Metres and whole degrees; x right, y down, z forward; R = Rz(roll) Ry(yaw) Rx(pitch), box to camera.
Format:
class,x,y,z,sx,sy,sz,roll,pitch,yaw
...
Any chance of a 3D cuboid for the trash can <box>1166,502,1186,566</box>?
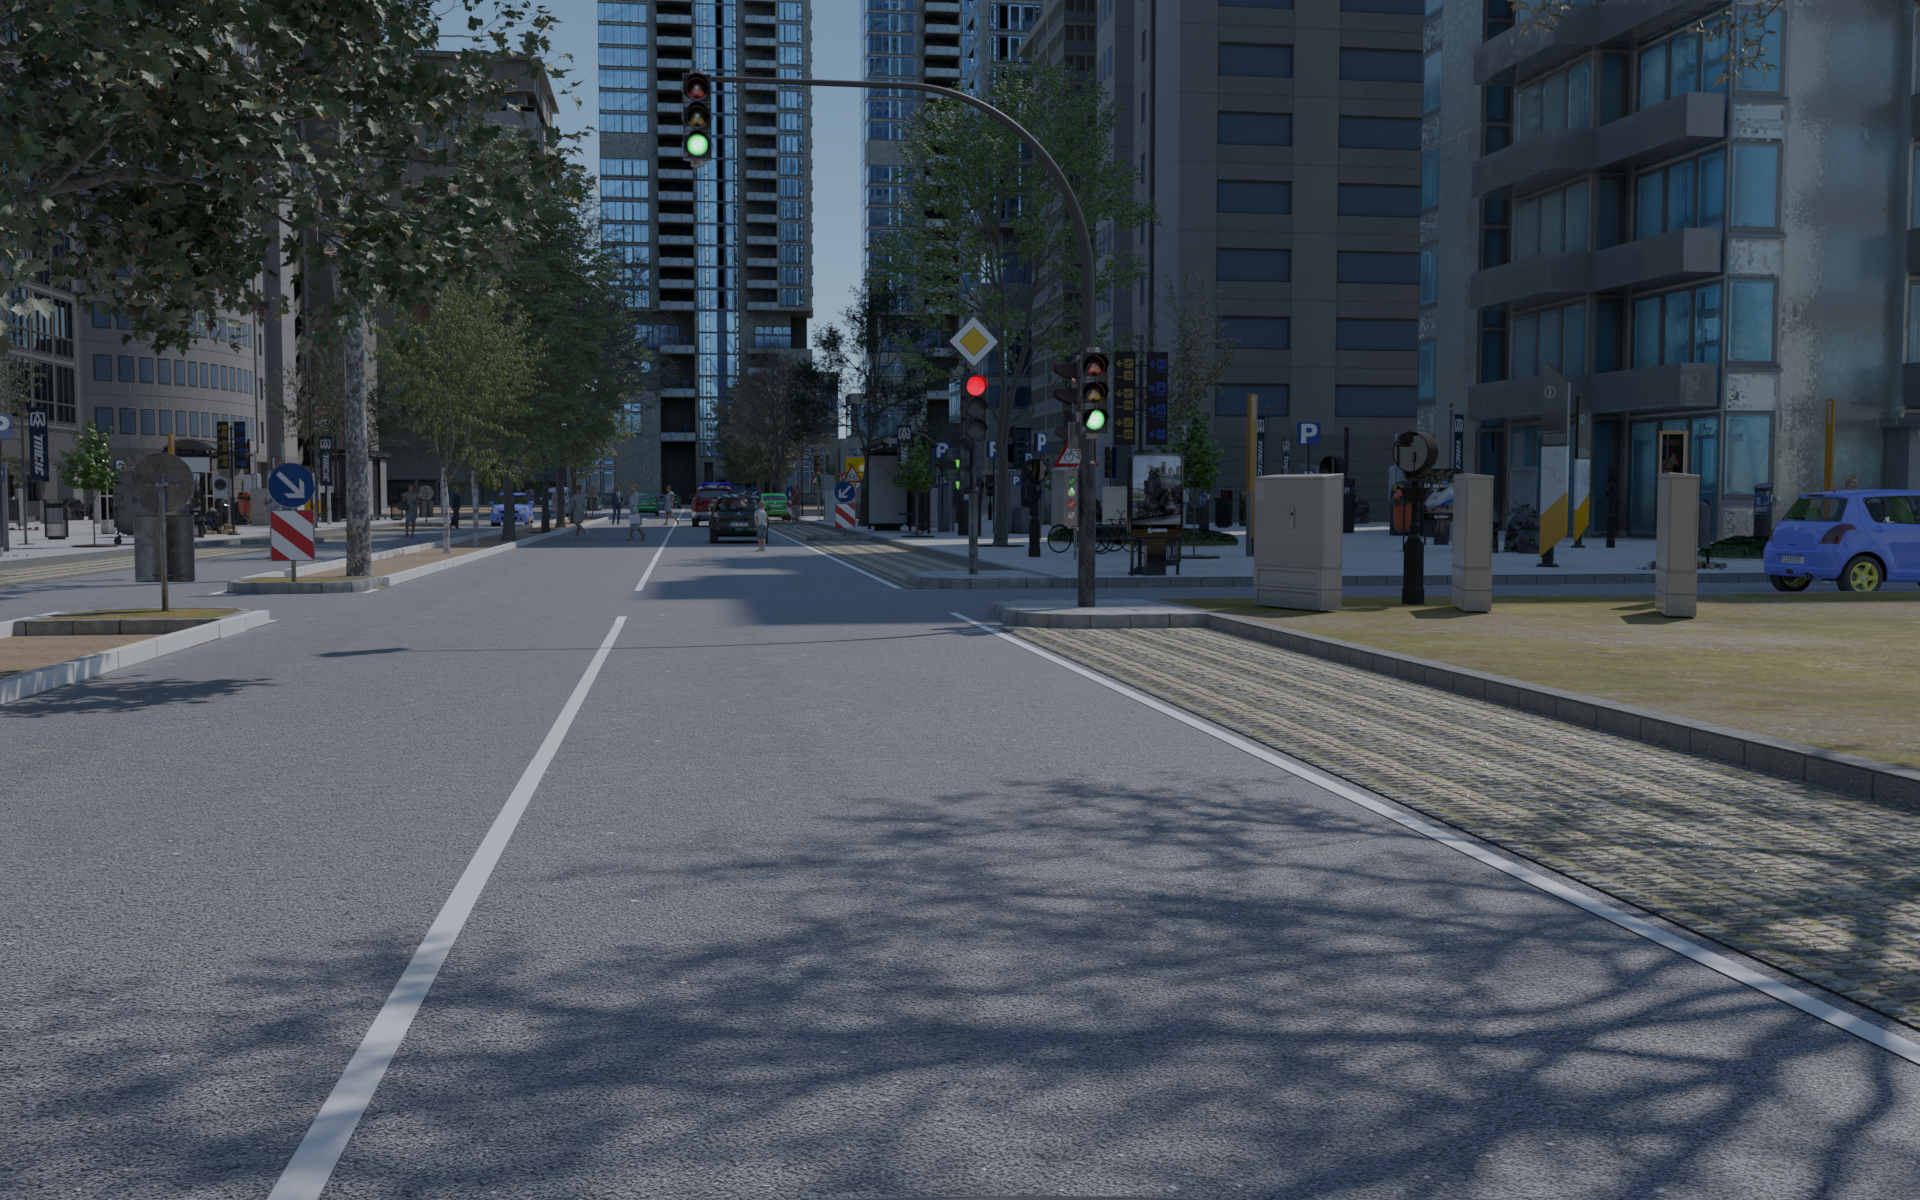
class,x,y,z,sx,sy,sz,roll,pitch,yaw
trash can,3.680,-1.194,31.176,0.748,1.137,0.748,0,3,0

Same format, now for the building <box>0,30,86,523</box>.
class,x,y,z,sx,sy,sz,roll,pitch,yaw
building,-46.424,-16.840,68.841,14.314,27.812,24.014,-1,4,-9

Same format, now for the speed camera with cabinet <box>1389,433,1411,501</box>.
class,x,y,z,sx,sy,sz,roll,pitch,yaw
speed camera with cabinet,14.603,-3.770,55.969,0.660,3.252,2.038,-1,4,-14

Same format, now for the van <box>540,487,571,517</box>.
class,x,y,z,sx,sy,sz,roll,pitch,yaw
van,-24.715,-6.079,106.410,2.013,2.044,4.112,0,4,-8

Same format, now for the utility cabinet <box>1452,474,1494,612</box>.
class,x,y,z,sx,sy,sz,roll,pitch,yaw
utility cabinet,5.677,-0.641,19.167,0.318,1.500,1.173,1,4,10

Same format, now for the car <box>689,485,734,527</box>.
class,x,y,z,sx,sy,sz,roll,pitch,yaw
car,-10.932,-4.193,77.224,2.281,1.827,5.304,-1,4,-8

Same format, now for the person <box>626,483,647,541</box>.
class,x,y,z,sx,sy,sz,roll,pitch,yaw
person,-9.933,-2.705,53.076,0.624,1.780,0.694,-1,4,-8

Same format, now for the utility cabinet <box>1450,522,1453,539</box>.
class,x,y,z,sx,sy,sz,roll,pitch,yaw
utility cabinet,14.332,-2.329,49.233,0.306,1.237,1.020,-2,4,-27

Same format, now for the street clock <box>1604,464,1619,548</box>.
class,x,y,z,sx,sy,sz,roll,pitch,yaw
street clock,15.512,-2.243,41.239,0.358,2.002,0.471,1,4,15

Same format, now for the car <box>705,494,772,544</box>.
class,x,y,z,sx,sy,sz,roll,pitch,yaw
car,-6.599,-2.558,51.615,2.009,1.686,4.222,0,4,-8

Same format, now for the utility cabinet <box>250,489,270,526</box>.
class,x,y,z,sx,sy,sz,roll,pitch,yaw
utility cabinet,-27.689,-3.693,69.060,1.173,1.500,0.318,1,4,18

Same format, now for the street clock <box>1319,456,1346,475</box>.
class,x,y,z,sx,sy,sz,roll,pitch,yaw
street clock,7.118,-1.747,33.132,0.358,2.002,0.471,-3,5,-40

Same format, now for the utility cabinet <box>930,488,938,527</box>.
class,x,y,z,sx,sy,sz,roll,pitch,yaw
utility cabinet,-0.892,-3.490,65.735,1.173,1.500,0.318,1,4,21

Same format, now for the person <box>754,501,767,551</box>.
class,x,y,z,sx,sy,sz,roll,pitch,yaw
person,-5.000,-1.848,43.395,0.332,1.250,0.352,0,4,7

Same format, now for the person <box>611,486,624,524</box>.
class,x,y,z,sx,sy,sz,roll,pitch,yaw
person,-16.255,-4.486,82.025,0.721,1.800,0.419,-2,4,-35

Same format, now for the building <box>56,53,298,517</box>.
class,x,y,z,sx,sy,sz,roll,pitch,yaw
building,-56.088,-34.629,108.191,21.231,58.520,28.212,-1,4,-9

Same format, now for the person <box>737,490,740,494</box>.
class,x,y,z,sx,sy,sz,roll,pitch,yaw
person,-21.931,-10.008,172.231,0.705,1.812,1.348,3,5,42

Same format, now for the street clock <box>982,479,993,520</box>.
class,x,y,z,sx,sy,sz,roll,pitch,yaw
street clock,1.468,-4.891,84.531,0.471,2.002,0.358,1,4,12

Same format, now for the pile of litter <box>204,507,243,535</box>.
class,x,y,z,sx,sy,sz,roll,pitch,yaw
pile of litter,-23.674,-2.534,55.395,1.176,0.858,1.719,2,4,33

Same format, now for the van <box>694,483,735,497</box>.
class,x,y,z,sx,sy,sz,roll,pitch,yaw
van,-13.328,-5.502,94.340,2.240,2.365,5.245,-1,4,-9

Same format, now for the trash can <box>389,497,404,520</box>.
class,x,y,z,sx,sy,sz,roll,pitch,yaw
trash can,-27.395,-4.440,84.242,0.748,1.137,0.748,0,3,0

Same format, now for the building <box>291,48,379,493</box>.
class,x,y,z,sx,sy,sz,roll,pitch,yaw
building,-62.124,-31.927,145.705,21.600,48.544,21.300,-1,4,-9

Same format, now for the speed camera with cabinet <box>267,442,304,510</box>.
class,x,y,z,sx,sy,sz,roll,pitch,yaw
speed camera with cabinet,-26.068,-4.442,66.963,0.660,3.252,2.038,0,4,2

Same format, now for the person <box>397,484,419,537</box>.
class,x,y,z,sx,sy,sz,roll,pitch,yaw
person,-18.452,-3.000,57.910,0.716,1.782,0.532,-1,4,-12

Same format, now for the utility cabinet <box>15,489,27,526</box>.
class,x,y,z,sx,sy,sz,roll,pitch,yaw
utility cabinet,-37.704,-3.722,69.528,0.318,1.500,1.173,-2,4,-34

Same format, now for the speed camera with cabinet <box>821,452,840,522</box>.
class,x,y,z,sx,sy,sz,roll,pitch,yaw
speed camera with cabinet,-6.017,-5.278,80.635,0.660,3.252,2.038,-1,4,-12

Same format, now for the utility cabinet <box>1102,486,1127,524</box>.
class,x,y,z,sx,sy,sz,roll,pitch,yaw
utility cabinet,4.685,-2.576,50.804,0.318,1.500,1.173,-3,4,-37

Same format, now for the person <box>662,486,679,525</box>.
class,x,y,z,sx,sy,sz,roll,pitch,yaw
person,-13.335,-4.345,79.631,0.778,1.811,0.616,-1,4,-20

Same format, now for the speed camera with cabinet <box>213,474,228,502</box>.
class,x,y,z,sx,sy,sz,roll,pitch,yaw
speed camera with cabinet,-35.813,-5.368,82.098,2.038,3.252,0.660,-2,4,-25

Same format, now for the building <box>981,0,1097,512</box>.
class,x,y,z,sx,sy,sz,roll,pitch,yaw
building,18.375,-26.511,125.328,32.217,40.220,23.993,-1,4,-9

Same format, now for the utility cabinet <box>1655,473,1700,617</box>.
class,x,y,z,sx,sy,sz,roll,pitch,yaw
utility cabinet,7.618,-0.593,18.381,0.318,1.500,1.173,1,4,17

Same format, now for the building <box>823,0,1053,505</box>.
class,x,y,z,sx,sy,sz,roll,pitch,yaw
building,-0.169,-54.940,210.942,31.000,86.520,22.319,-1,4,-9

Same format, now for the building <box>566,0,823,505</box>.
class,x,y,z,sx,sy,sz,roll,pitch,yaw
building,-30.878,-54.680,206.684,31.000,86.520,22.319,-1,4,-9

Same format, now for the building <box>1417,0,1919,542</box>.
class,x,y,z,sx,sy,sz,roll,pitch,yaw
building,31.113,-26.653,55.381,30.456,49.044,23.786,-1,4,-9

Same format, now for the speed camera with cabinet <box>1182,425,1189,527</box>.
class,x,y,z,sx,sy,sz,roll,pitch,yaw
speed camera with cabinet,6.224,-3.439,50.556,0.660,3.252,2.038,0,4,-3

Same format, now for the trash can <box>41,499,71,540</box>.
class,x,y,z,sx,sy,sz,roll,pitch,yaw
trash can,-25.471,-2.273,48.811,0.748,1.137,0.748,0,3,0

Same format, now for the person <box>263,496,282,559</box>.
class,x,y,z,sx,sy,sz,roll,pitch,yaw
person,-15.105,-1.800,38.103,0.511,1.800,0.466,3,5,41

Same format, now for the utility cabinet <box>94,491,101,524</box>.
class,x,y,z,sx,sy,sz,roll,pitch,yaw
utility cabinet,-36.833,-4.029,74.546,0.318,1.500,1.173,0,4,6

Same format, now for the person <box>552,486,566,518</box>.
class,x,y,z,sx,sy,sz,roll,pitch,yaw
person,-18.358,-4.318,79.206,0.635,1.810,0.391,-3,4,-38

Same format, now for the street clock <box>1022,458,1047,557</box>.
class,x,y,z,sx,sy,sz,roll,pitch,yaw
street clock,1.516,-1.873,35.198,0.471,2.002,0.358,-2,4,-23

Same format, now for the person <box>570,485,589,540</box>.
class,x,y,z,sx,sy,sz,roll,pitch,yaw
person,-11.920,-2.761,54.385,0.760,1.731,0.466,2,4,26

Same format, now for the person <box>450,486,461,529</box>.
class,x,y,z,sx,sy,sz,roll,pitch,yaw
person,-20.535,-3.759,70.383,0.534,1.772,0.576,-2,4,-27

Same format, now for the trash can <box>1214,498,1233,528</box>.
class,x,y,z,sx,sy,sz,roll,pitch,yaw
trash can,10.006,-3.315,65.859,0.748,1.137,0.748,0,3,0

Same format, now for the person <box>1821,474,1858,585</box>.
class,x,y,z,sx,sy,sz,roll,pitch,yaw
person,13.896,-1.113,27.365,0.598,1.740,0.731,2,4,23

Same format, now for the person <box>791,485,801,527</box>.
class,x,y,z,sx,sy,sz,roll,pitch,yaw
person,-7.058,-4.037,74.485,0.573,1.828,0.580,-3,5,-41

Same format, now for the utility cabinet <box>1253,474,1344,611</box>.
class,x,y,z,sx,sy,sz,roll,pitch,yaw
utility cabinet,3.738,-0.646,19.243,0.318,1.500,1.173,-2,4,-28

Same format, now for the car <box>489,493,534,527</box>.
class,x,y,z,sx,sy,sz,roll,pitch,yaw
car,-20.098,-4.167,77.715,1.945,1.707,3.694,-1,4,-10

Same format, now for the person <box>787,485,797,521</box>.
class,x,y,z,sx,sy,sz,roll,pitch,yaw
person,-7.857,-4.492,81.722,0.659,1.850,0.755,-3,4,-37

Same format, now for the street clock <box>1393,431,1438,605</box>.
class,x,y,z,sx,sy,sz,roll,pitch,yaw
street clock,5.274,-0.950,20.101,0.358,2.002,0.471,-3,5,-43

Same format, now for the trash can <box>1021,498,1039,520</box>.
class,x,y,z,sx,sy,sz,roll,pitch,yaw
trash can,2.614,-3.226,64.396,0.748,1.137,0.748,0,3,0

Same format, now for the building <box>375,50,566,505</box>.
class,x,y,z,sx,sy,sz,roll,pitch,yaw
building,-60.274,-37.750,206.444,27.495,52.752,28.713,-1,4,-9

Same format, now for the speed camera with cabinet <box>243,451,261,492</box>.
class,x,y,z,sx,sy,sz,roll,pitch,yaw
speed camera with cabinet,-32.298,-5.227,79.796,0.660,3.252,2.038,0,4,3

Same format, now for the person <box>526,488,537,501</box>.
class,x,y,z,sx,sy,sz,roll,pitch,yaw
person,-30.017,-6.856,120.584,0.705,1.826,1.348,2,4,33

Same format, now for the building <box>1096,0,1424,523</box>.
class,x,y,z,sx,sy,sz,roll,pitch,yaw
building,17.907,-33.584,91.091,21.231,58.520,28.212,-1,4,-9

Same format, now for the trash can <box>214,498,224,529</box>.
class,x,y,z,sx,sy,sz,roll,pitch,yaw
trash can,-26.113,-2.988,60.506,0.748,1.137,0.748,0,3,0
